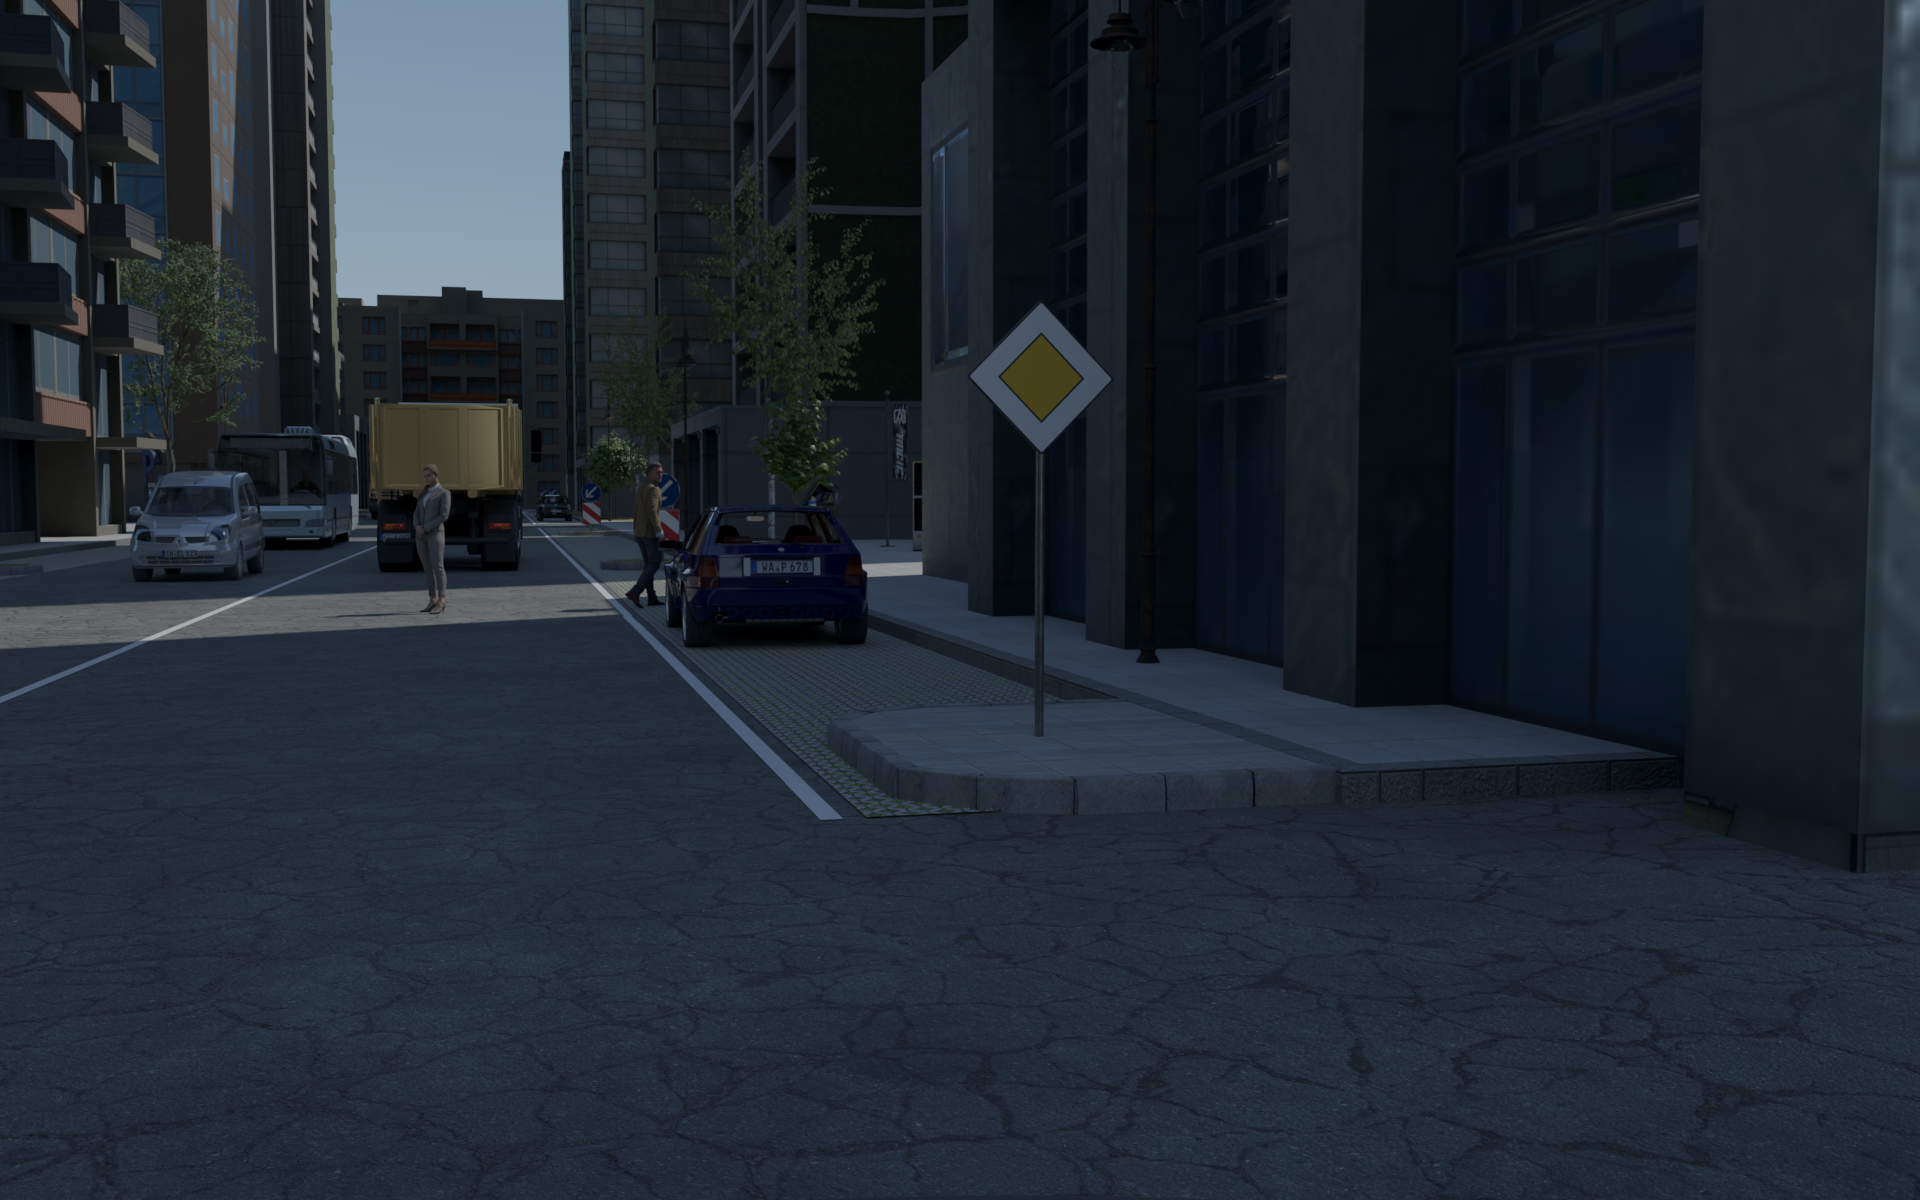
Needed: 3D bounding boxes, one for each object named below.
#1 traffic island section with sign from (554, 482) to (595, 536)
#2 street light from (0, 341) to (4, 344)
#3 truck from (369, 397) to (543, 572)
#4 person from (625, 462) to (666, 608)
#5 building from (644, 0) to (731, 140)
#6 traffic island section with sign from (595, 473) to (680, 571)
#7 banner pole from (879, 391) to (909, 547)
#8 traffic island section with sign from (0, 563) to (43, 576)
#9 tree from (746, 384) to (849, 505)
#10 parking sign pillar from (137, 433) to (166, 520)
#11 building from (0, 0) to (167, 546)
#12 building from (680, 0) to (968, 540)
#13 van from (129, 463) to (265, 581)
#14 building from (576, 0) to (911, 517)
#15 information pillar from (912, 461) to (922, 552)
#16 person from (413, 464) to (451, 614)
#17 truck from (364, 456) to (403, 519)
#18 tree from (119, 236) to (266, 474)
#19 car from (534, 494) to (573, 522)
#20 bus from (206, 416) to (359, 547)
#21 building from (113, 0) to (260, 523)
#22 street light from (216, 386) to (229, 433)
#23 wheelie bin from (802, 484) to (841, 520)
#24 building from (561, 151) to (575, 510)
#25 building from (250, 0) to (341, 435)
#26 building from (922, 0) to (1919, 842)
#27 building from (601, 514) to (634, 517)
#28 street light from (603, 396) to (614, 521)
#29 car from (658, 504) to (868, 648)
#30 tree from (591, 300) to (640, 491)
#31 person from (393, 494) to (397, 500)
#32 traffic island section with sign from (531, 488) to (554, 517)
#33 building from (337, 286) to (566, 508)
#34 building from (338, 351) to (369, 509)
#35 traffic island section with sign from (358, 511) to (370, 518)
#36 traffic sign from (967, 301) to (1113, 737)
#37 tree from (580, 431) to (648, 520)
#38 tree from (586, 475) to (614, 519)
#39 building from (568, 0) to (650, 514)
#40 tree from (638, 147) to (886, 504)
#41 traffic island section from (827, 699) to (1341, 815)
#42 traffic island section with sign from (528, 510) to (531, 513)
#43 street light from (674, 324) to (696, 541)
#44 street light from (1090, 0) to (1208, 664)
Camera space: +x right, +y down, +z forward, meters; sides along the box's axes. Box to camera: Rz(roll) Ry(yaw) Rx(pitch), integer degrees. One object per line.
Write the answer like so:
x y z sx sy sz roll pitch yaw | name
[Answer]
-12.894 -3.136 59.901 1.989 1.847 2.006 -1 4 -15 | traffic island section with sign
-22.439 -4.106 39.918 0.468 5.910 1.993 -1 4 -15 | street light
-10.362 -2.432 35.688 3.469 3.379 9.791 -1 4 -14 | truck
-3.917 -0.820 21.820 0.656 1.842 0.836 2 4 26 | person
-7.082 -18.700 77.439 14.160 30.474 14.107 -1 4 -15 | building
-5.877 -1.503 33.203 1.989 1.847 2.006 -1 4 -15 | traffic island section with sign
-1.585 -3.189 42.156 0.863 3.779 0.401 -3 5 -40 | banner pole
-17.509 -1.352 30.735 1.989 1.847 2.006 -1 4 -15 | traffic island section with sign
-2.761 -2.205 30.651 1.663 3.219 1.824 0 3 0 | tree
-35.096 -5.321 75.469 1.447 3.967 1.447 3 5 41 | parking sign pillar
-34.256 -23.840 44.406 22.147 44.769 28.867 -1 4 -15 | building
2.174 -37.566 52.452 20.563 71.187 20.611 -1 4 -15 | building
-13.103 -1.398 29.872 2.013 2.044 4.112 -1 4 -15 | van
-15.933 -41.635 118.990 20.563 71.187 20.611 -1 4 -15 | building
-0.892 -2.092 38.703 0.304 2.012 0.304 0 4 7 | information pillar
-6.413 -0.740 20.870 0.520 1.790 0.573 1 4 12 | person
-32.879 -6.872 101.270 2.839 4.237 11.283 -1 4 -13 | truck
-30.503 -8.610 66.525 9.928 11.665 9.643 0 3 0 | tree
-21.322 -4.965 90.958 2.009 1.686 4.222 -1 4 -16 | car
-18.836 -3.312 49.018 2.948 3.499 13.247 -1 4 -15 | bus
-42.090 -26.441 82.422 14.600 45.320 14.200 -1 4 -15 | building
-31.465 -6.205 74.236 0.468 5.910 1.993 -1 4 -15 | street light
-2.644 -1.543 33.140 0.693 1.594 0.980 0 4 1 | wheelie bin
-27.246 -23.150 150.195 14.160 30.474 14.107 -1 4 -15 | building
-51.108 -26.663 119.538 14.154 41.232 14.086 -1 4 -15 | building
15.548 -43.176 18.594 31.000 86.520 22.319 -1 4 -15 | building
-15.152 -25.603 102.206 14.154 41.232 14.086 -1 4 -15 | building
-16.529 -6.653 81.559 0.468 5.910 1.993 -1 4 -15 | street light
-2.043 -0.305 17.560 1.945 1.354 3.894 -1 4 -13 | car
-12.247 -7.117 66.726 4.737 8.622 4.395 0 3 0 | tree
-26.391 -4.261 81.407 0.421 1.427 0.697 3 4 38 | person
-25.522 -6.073 107.922 1.989 1.847 2.006 -1 4 -15 | traffic island section with sign
-49.796 -20.147 174.446 28.899 21.520 27.650 -1 4 -15 | building
-64.370 -50.331 135.591 31.000 86.520 22.319 -1 4 -15 | building
-36.929 -5.871 104.617 1.989 1.847 2.006 -1 4 -15 | traffic island section with sign
0.416 -0.334 9.109 0.795 2.450 0.064 -1 4 -15 | traffic sign
-17.331 -6.338 87.333 4.285 4.588 4.351 0 3 0 | tree
-18.535 -5.859 90.404 1.663 3.219 1.824 0 3 0 | tree
-23.476 -27.689 136.308 14.154 41.232 14.086 -1 4 -15 | building
-3.880 -5.341 37.685 4.737 8.622 4.395 0 3 0 | tree
0.437 0.801 9.192 2.009 0.180 2.903 -1 4 -15 | traffic island section
-32.431 -7.679 134.180 1.989 1.847 2.006 -1 4 -15 | traffic island section with sign
-7.500 -4.559 47.331 0.468 5.910 1.993 -1 4 -15 | street light
1.432 -2.460 13.015 0.468 5.910 1.993 -1 4 -15 | street light
